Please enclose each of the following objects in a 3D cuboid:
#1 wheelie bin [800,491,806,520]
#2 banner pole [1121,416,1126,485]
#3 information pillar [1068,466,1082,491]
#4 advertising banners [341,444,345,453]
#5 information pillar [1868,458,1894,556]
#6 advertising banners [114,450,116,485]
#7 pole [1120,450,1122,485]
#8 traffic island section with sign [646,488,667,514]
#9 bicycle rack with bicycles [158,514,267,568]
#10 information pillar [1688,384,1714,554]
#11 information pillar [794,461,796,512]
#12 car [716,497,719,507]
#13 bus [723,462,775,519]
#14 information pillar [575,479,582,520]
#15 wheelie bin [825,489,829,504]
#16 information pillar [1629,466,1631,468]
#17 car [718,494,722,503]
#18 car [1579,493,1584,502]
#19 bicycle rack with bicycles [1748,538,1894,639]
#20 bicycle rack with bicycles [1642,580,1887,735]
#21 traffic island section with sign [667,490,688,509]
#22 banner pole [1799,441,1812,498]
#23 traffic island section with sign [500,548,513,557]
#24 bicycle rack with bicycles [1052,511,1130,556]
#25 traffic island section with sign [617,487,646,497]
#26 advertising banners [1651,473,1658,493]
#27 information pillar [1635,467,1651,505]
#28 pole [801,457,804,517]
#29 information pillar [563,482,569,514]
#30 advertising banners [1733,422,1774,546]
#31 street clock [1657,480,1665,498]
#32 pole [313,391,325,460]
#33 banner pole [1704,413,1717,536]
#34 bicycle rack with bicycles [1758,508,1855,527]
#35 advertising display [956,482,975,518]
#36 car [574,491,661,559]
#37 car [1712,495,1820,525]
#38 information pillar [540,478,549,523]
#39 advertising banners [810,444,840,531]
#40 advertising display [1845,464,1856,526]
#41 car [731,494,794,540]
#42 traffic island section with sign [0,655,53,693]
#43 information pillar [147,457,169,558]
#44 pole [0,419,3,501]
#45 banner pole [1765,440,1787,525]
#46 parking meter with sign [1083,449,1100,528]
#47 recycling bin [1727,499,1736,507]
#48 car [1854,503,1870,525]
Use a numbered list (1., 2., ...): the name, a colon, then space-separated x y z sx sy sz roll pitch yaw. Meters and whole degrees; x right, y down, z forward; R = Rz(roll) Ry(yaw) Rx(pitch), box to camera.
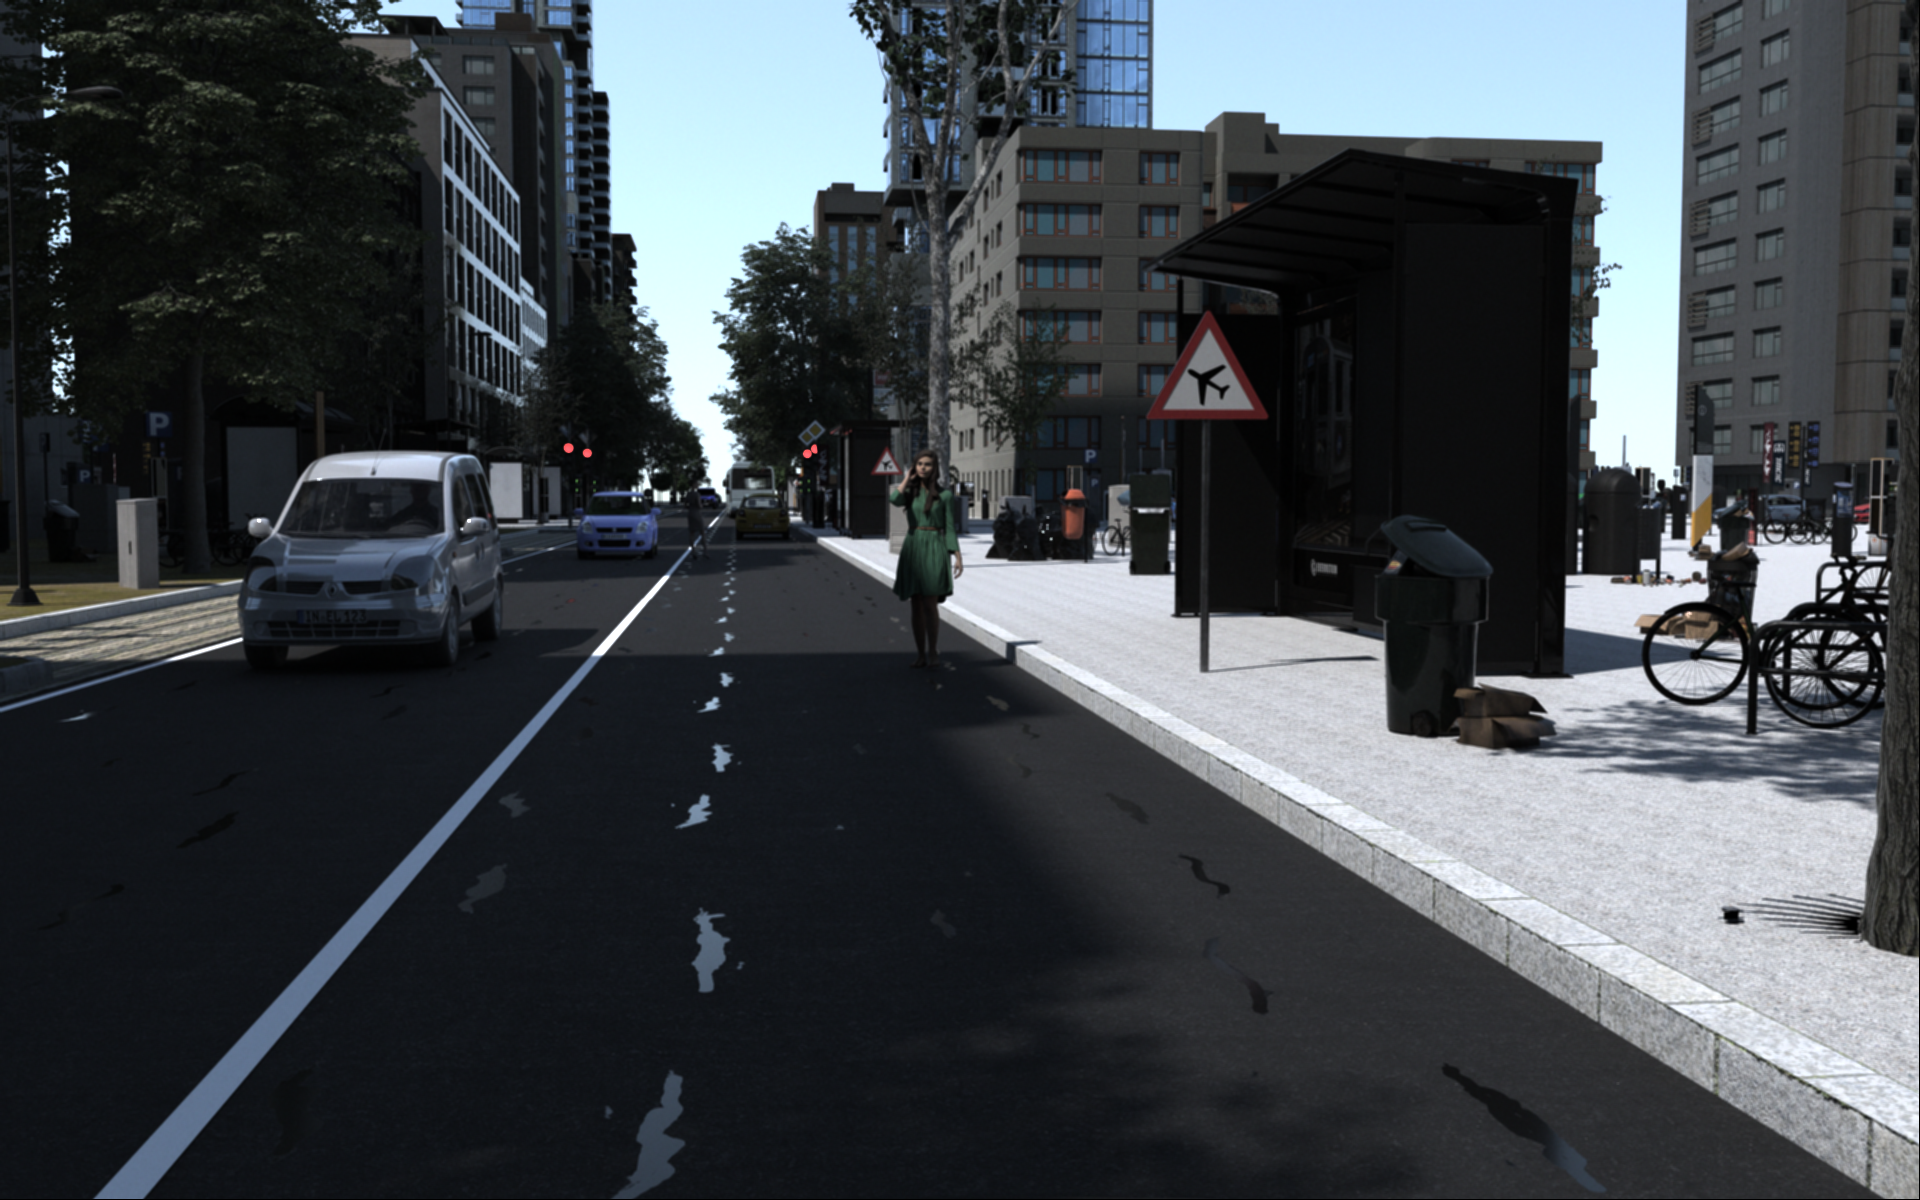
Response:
1. wheelie bin: -7.221 -4.583 82.846 0.980 1.594 0.693 -2 4 -35
2. banner pole: 5.279 -4.031 55.919 0.401 3.779 0.863 1 4 12
3. information pillar: 3.004 -2.498 45.326 0.304 2.012 0.304 -1 4 -17
4. advertising banners: -21.815 -3.954 60.828 0.090 3.025 2.074 -2 4 -30
5. information pillar: 19.007 -1.911 35.743 0.304 2.012 0.304 -1 4 -19
6. advertising banners: -34.165 -4.520 70.089 0.090 3.025 2.074 -2 4 -25
7. pole: 7.494 -5.270 80.014 0.158 3.312 0.155 0 3 0
8. traffic island section with sign: -21.853 -6.919 121.754 1.989 1.847 2.006 0 4 -7
9. bicycle rack with bicycles: -13.381 -1.115 31.619 2.925 0.926 2.852 -2 4 -35
10. information pillar: 15.820 -2.786 36.913 0.504 3.616 0.183 -1 4 -22
11. information pillar: -11.516 -7.912 120.721 0.183 3.616 0.504 0 4 1
12. car: -27.576 -11.165 191.338 1.959 1.807 4.718 -1 4 -8
13. bus: -12.768 -6.715 104.642 2.948 3.499 13.247 -1 4 -9
14. information pillar: -19.017 -5.003 86.285 0.304 2.012 0.304 -1 4 -18
15. wheelie bin: -7.868 -5.882 104.083 0.693 1.594 0.980 -1 4 -10
16. information pillar: 54.527 -9.179 141.435 0.504 3.616 0.183 0 4 5
17. car: -38.819 -16.248 275.436 2.009 1.686 4.222 -1 4 -9
18. car: 27.059 -3.953 73.424 4.718 1.807 1.959 -1 4 -9
19. bicycle rack with bicycles: 9.724 -0.182 16.364 2.925 0.926 2.852 -1 4 -23
20. bicycle rack with bicycles: 5.368 0.223 9.729 2.925 0.926 2.852 2 4 32
21. traffic island section with sign: -28.093 -9.898 170.463 1.989 1.847 2.006 0 4 -7
22. banner pole: 39.612 -5.579 81.230 0.401 3.779 0.863 -1 4 -18
23. traffic island section with sign: -11.373 -1.911 39.874 1.989 1.847 2.006 0 4 -7
24. bicycle rack with bicycles: 2.887 -1.431 36.775 2.852 0.926 2.925 2 4 33
25. traffic island section with sign: -18.404 -5.269 94.778 1.989 1.847 2.006 0 4 -7
26. advertising banners: 57.790 -8.998 143.304 2.074 3.025 0.090 -2 4 -31
27. information pillar: 18.756 -2.638 47.620 0.304 2.012 0.304 -1 4 -16
28. pole: -8.640 -6.196 95.154 0.158 3.312 0.155 0 3 0
29. information pillar: -23.159 -5.959 101.928 0.304 2.012 0.304 -2 4 -33
30. advertising banners: 19.657 -2.858 42.919 0.090 3.025 2.074 0 4 1
31. street clock: 34.962 -5.004 86.390 0.358 2.002 0.471 0 4 1
32. pole: -12.732 -2.485 34.468 0.158 3.312 0.155 0 3 0
33. banner pole: 23.120 -3.891 53.628 0.401 3.779 0.863 -1 4 -15
34. bicycle rack with bicycles: 21.836 -1.927 44.882 2.852 0.926 2.925 -2 4 -34
35. advertising display: 0.279 -5.278 91.514 0.974 1.923 0.123 0 4 7
36. car: -7.790 -1.830 39.506 1.945 1.707 3.694 -1 4 -8
37. car: 34.580 -3.812 74.322 4.499 1.417 2.014 0 4 -8
38. information pillar: -18.513 -4.439 77.075 0.304 2.012 0.304 2 4 25
39. advertising banners: -4.556 -4.182 64.563 2.074 3.025 0.090 -1 4 -14
40. advertising display: 19.129 -1.960 37.258 0.123 1.923 0.974 2 4 32
41. car: -6.348 -2.782 55.705 2.015 1.641 3.980 0 4 -6
42. traffic island section with sign: -7.888 -0.247 12.661 1.989 1.847 2.006 0 4 -7
43. information pillar: -16.144 -1.859 34.884 0.304 2.012 0.304 -3 4 -37
44. pole: -25.137 -3.146 45.283 0.158 3.312 0.155 0 3 0
45. banner pole: 33.389 -4.955 71.034 0.863 3.779 0.401 2 4 24
46. parking meter with sign: 5.083 -4.278 66.213 0.543 3.016 1.738 0 4 -3
47. recycling bin: 39.549 -4.649 88.572 0.722 1.027 0.722 -1 4 -11
48. car: 40.803 -4.048 75.227 4.494 1.783 2.155 0 4 -7
